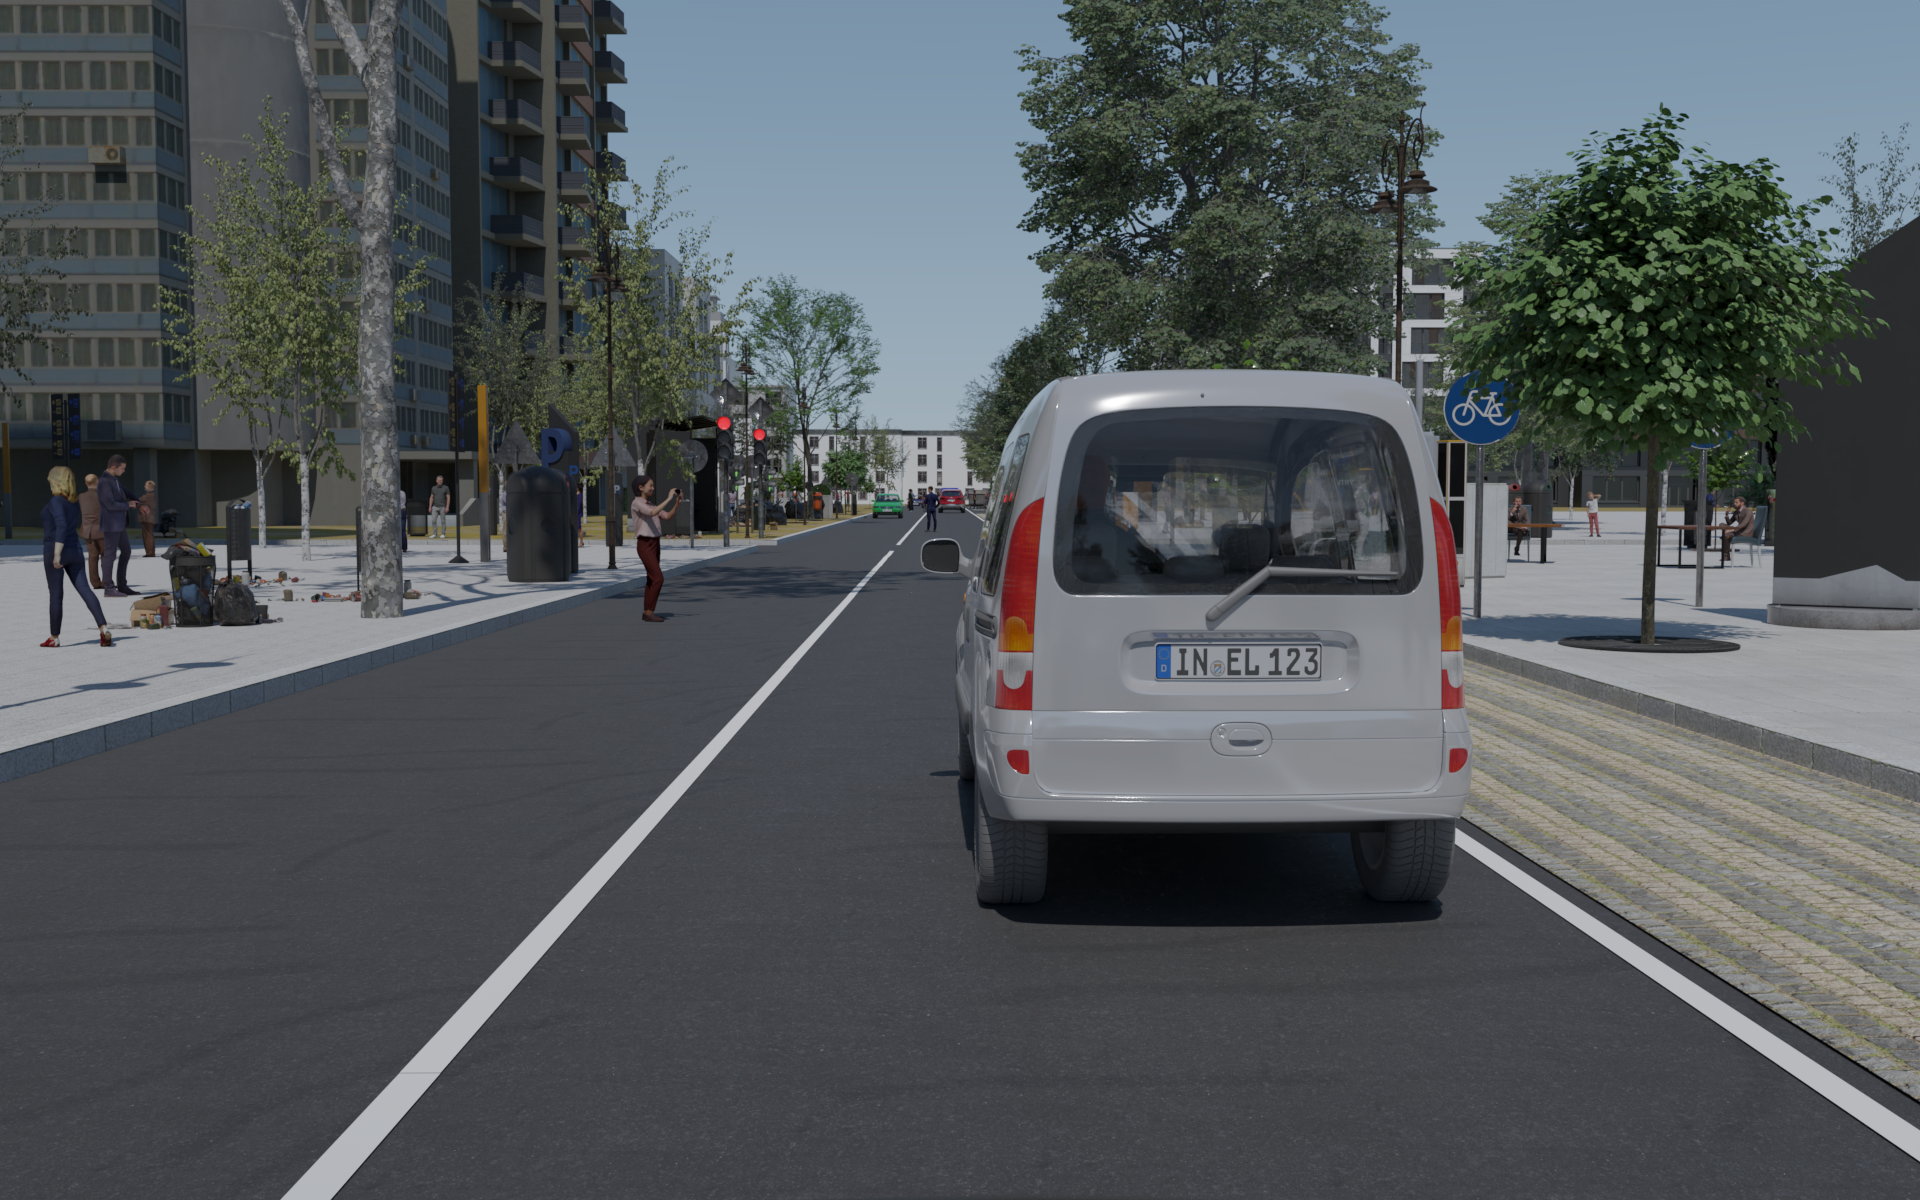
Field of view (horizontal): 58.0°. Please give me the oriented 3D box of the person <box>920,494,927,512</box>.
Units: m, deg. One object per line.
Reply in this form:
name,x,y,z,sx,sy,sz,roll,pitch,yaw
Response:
person,-2.845,-7.891,140.776,1.065,1.426,0.557,-2,4,-34

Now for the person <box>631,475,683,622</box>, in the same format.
person,-3.426,-0.588,19.578,0.517,1.644,0.566,-3,4,-37

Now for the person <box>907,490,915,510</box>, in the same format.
person,-4.272,-8.810,152.532,0.705,1.826,1.348,2,4,28

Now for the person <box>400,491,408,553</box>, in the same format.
person,-12.426,-1.819,37.991,0.590,1.554,0.614,3,4,38

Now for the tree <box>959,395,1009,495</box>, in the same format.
tree,3.286,-17.390,202.445,7.486,12.596,7.792,0,3,0

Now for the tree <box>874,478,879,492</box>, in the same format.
tree,-7.775,-9.463,149.328,1.663,3.219,1.824,0,3,0

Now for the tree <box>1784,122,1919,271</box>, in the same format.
tree,17.775,-5.162,34.760,4.360,8.622,3.978,0,3,0

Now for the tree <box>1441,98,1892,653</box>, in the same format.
tree,5.847,-1.878,14.423,4.285,4.588,4.351,0,3,0

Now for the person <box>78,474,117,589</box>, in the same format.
person,-11.647,-0.922,23.382,0.482,1.546,0.388,0,4,4

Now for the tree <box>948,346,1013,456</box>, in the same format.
tree,4.243,-14.094,140.803,12.009,13.543,11.850,0,3,0

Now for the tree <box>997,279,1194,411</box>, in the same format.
tree,5.676,-8.206,68.586,8.767,10.594,7.601,0,4,2

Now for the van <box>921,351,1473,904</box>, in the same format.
van,0.838,-0.026,7.442,2.013,2.044,4.112,0,4,-1

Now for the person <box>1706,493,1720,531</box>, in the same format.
person,26.169,-3.156,60.342,0.574,1.496,0.600,-3,4,-38

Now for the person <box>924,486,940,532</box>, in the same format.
person,-1.114,-3.468,65.910,0.576,1.737,0.504,-3,4,-36

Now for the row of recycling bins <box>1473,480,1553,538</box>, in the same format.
row of recycling bins,15.559,-2.647,50.390,3.534,1.692,1.069,-1,4,-15

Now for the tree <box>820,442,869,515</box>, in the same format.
tree,-7.141,-7.614,108.201,4.285,4.588,4.351,0,3,0

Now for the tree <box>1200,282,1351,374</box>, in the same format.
tree,10.293,-6.622,58.639,4.737,8.622,4.395,0,3,0

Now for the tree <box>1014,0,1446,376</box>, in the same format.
tree,5.431,-7.834,34.749,9.857,13.997,8.962,0,3,0

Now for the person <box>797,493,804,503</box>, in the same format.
person,-8.729,-5.459,95.442,0.789,1.805,0.875,-1,4,-17

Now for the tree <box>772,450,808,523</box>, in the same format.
tree,-7.164,-4.995,76.261,1.663,3.219,1.824,0,3,0

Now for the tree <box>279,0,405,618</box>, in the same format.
tree,-6.750,-9.960,18.737,12.611,20.169,13.585,0,3,0

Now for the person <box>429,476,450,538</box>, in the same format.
person,-15.176,-2.707,50.431,0.598,1.807,0.434,1,4,16

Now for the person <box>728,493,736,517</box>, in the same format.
person,-10.103,-4.197,76.622,0.435,1.587,0.963,3,5,44

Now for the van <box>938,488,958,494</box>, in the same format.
van,-0.980,-10.053,168.751,2.240,2.365,5.245,0,4,-1

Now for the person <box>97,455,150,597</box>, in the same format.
person,-10.420,-0.925,21.612,0.568,1.767,0.683,-1,4,-15

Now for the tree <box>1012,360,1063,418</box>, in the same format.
tree,4.757,-8.780,93.920,4.360,8.622,3.978,0,3,0

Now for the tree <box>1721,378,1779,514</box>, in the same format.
tree,54.433,-12.310,103.082,18.604,14.587,13.155,3,5,39

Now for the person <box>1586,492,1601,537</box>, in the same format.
person,18.970,-2.561,51.825,0.435,1.345,0.340,1,4,17

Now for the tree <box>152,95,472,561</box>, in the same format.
tree,-12.324,-5.059,33.078,4.737,8.622,4.395,0,3,0

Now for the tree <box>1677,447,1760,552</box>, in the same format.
tree,17.037,-2.697,38.705,1.663,3.219,1.824,0,3,0

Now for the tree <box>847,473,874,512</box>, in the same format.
tree,-7.566,-7.942,124.458,1.663,3.219,1.824,0,3,0

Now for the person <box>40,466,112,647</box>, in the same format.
person,-7.415,-0.361,14.487,0.613,1.512,0.480,-1,4,-13

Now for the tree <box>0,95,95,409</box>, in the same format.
tree,-17.737,-4.908,30.605,4.360,8.622,3.978,0,3,0

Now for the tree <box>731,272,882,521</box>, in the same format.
tree,-7.283,-9.574,82.295,9.928,11.665,9.643,0,3,0

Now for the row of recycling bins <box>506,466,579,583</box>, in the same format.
row of recycling bins,-6.447,-1.197,26.690,1.069,1.692,3.534,-1,4,-9

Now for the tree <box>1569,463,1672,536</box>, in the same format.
tree,21.782,-6.268,52.852,4.360,8.622,3.978,0,3,0

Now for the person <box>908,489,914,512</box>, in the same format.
person,-3.967,-8.018,139.231,0.705,1.869,1.348,1,4,13

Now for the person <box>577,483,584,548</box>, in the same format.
person,-9.235,-2.008,41.238,0.546,1.535,0.453,-3,5,-43

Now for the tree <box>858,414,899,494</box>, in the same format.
tree,-7.386,-12.702,158.039,4.737,8.622,4.395,0,3,0

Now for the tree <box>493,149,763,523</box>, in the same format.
tree,-6.741,-5.342,37.706,4.737,8.622,4.395,0,3,0

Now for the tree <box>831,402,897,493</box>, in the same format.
tree,-8.049,-11.308,135.243,4.360,8.622,3.978,0,3,0

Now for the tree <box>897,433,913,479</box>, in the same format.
tree,-7.370,-14.266,183.604,4.360,8.622,3.978,0,3,0

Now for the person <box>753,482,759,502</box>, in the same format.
person,-7.682,-3.581,65.314,0.376,1.734,0.841,0,4,-5

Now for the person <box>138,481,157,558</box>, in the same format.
person,-16.458,-1.634,35.023,0.388,1.546,0.482,-1,4,-9

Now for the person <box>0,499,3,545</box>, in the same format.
person,-25.598,-2.169,45.828,0.647,1.594,0.662,0,4,-7

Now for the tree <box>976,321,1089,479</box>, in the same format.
tree,5.570,-12.137,115.444,9.611,12.733,9.660,0,3,0

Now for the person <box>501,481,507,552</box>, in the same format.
person,-9.954,-1.844,38.259,0.319,1.574,0.516,0,4,4
